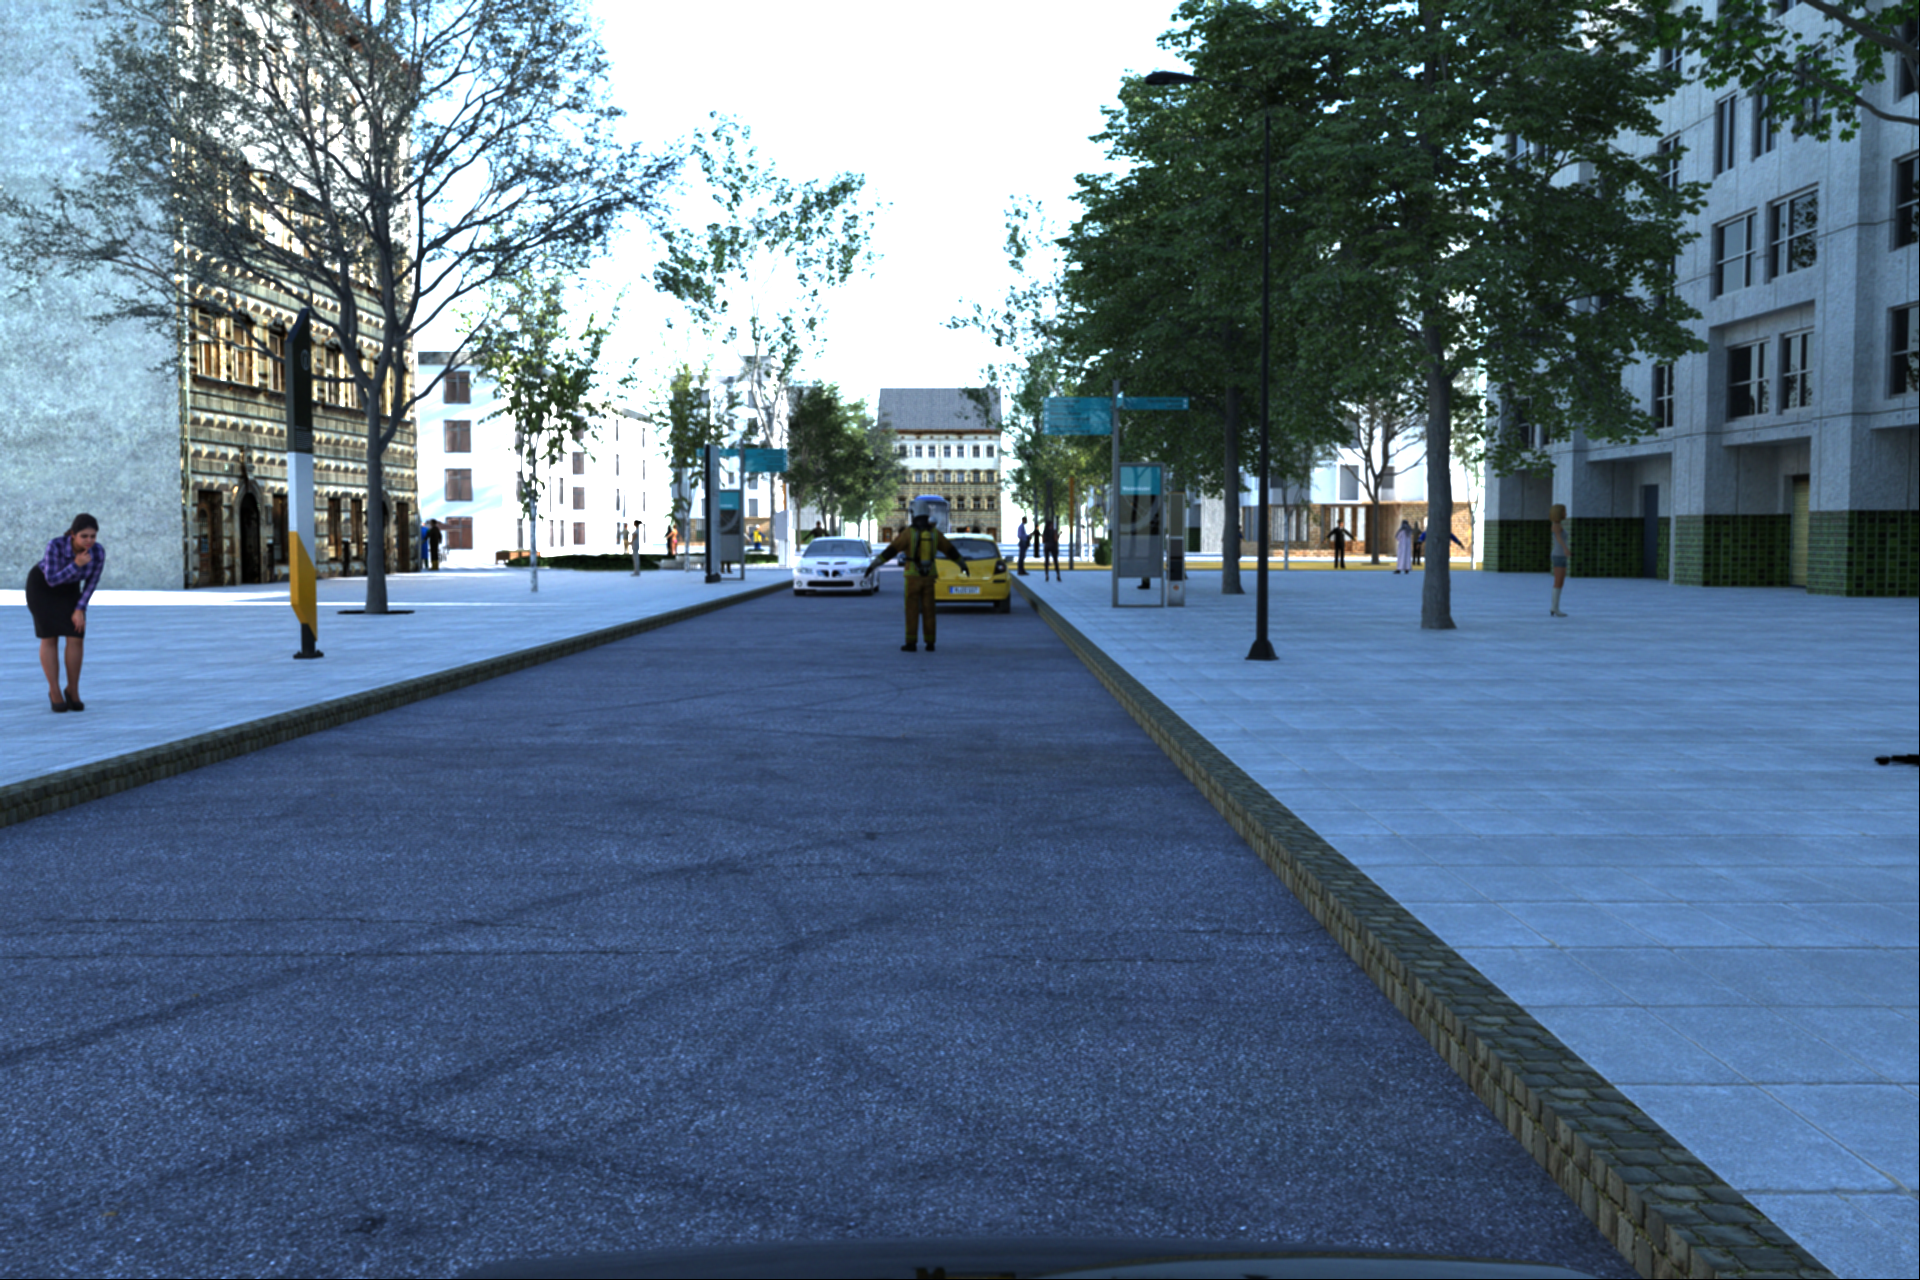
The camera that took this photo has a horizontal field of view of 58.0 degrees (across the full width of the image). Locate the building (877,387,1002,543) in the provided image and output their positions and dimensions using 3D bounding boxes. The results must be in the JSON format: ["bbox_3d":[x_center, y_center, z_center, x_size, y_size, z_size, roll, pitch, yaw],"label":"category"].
[{"bbox_3d":[-2.906,-25.937,257.454,18.063,23.208,19.493,0,4,0],"label":"building"}]

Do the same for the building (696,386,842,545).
[{"bbox_3d":[-24.756,-21.825,223.301,16.747,18.905,31.486,0,4,0],"label":"building"}]

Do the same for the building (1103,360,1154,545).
[{"bbox_3d":[24.635,-19.342,182.701,16.747,18.905,31.486,0,4,0],"label":"building"}]

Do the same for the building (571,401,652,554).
[{"bbox_3d":[-26.446,-11.094,123.534,9.099,9.664,28.070,0,4,1],"label":"building"}]

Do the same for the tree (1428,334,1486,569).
[{"bbox_3d":[18.646,-6.887,62.960,4.360,8.622,3.978,0,3,0],"label":"tree"}]

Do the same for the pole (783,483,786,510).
[{"bbox_3d":[-7.036,-4.644,69.768,0.158,3.312,0.155,0,3,0],"label":"pole"}]

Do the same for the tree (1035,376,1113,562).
[{"bbox_3d":[5.828,-7.921,79.867,4.737,8.622,4.395,0,3,0],"label":"tree"}]

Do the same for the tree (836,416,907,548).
[{"bbox_3d":[-8.769,-15.093,164.892,7.486,12.596,7.792,0,3,0],"label":"tree"}]

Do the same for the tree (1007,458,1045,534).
[{"bbox_3d":[6.246,-12.885,161.023,4.737,8.622,4.395,0,3,0],"label":"tree"}]

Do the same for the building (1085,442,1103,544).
[{"bbox_3d":[21.841,-22.964,231.884,16.016,20.090,11.380,0,4,0],"label":"building"}]

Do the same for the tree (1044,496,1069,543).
[{"bbox_3d":[14.266,-18.385,250.960,4.737,8.622,4.395,0,3,0],"label":"tree"}]

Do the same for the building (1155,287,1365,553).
[{"bbox_3d":[24.902,-16.268,132.447,16.747,18.905,31.486,0,4,1],"label":"building"}]

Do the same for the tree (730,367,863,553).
[{"bbox_3d":[-9.160,-9.868,95.749,8.767,10.594,7.601,2,4,28],"label":"tree"}]

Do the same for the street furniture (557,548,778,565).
[{"bbox_3d":[-12.423,-3.553,73.710,10.072,0.657,5.734,-1,4,-10],"label":"street furniture"}]

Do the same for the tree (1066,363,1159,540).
[{"bbox_3d":[6.033,-7.586,74.397,4.360,8.622,3.978,0,3,0],"label":"tree"}]

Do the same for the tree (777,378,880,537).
[{"bbox_3d":[-9.656,-12.756,126.694,7.486,12.596,7.792,0,3,0],"label":"tree"}]

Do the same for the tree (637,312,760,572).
[{"bbox_3d":[-9.103,-6.623,58.646,4.737,8.622,4.395,0,3,0],"label":"tree"}]

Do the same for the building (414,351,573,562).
[{"bbox_3d":[-25.364,-9.255,93.473,9.099,9.664,28.070,0,4,0],"label":"building"}]

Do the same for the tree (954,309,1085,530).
[{"bbox_3d":[5.697,-17.911,148.729,12.611,20.169,13.585,0,3,0],"label":"tree"}]

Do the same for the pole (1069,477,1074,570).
[{"bbox_3d":[3.986,-4.166,61.958,0.158,3.312,0.155,0,3,0],"label":"pole"}]

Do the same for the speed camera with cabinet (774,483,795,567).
[{"bbox_3d":[-6.884,-4.502,67.944,0.660,3.252,2.038,0,4,1],"label":"speed camera with cabinet"}]

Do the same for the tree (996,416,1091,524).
[{"bbox_3d":[6.240,-11.962,129.997,7.601,10.594,8.767,0,4,-8],"label":"tree"}]

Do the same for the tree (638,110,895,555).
[{"bbox_3d":[-10.141,-13.733,80.418,12.611,20.169,13.585,0,3,0],"label":"tree"}]

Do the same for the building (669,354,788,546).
[{"bbox_3d":[-24.608,-20.006,183.520,16.016,20.090,11.380,0,4,1],"label":"building"}]

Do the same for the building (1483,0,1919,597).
[{"bbox_3d":[26.391,-10.809,43.189,16.747,18.905,31.486,0,4,0],"label":"building"}]

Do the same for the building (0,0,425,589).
[{"bbox_3d":[-27.252,-13.296,48.324,19.493,23.208,18.063,0,4,-1],"label":"building"}]

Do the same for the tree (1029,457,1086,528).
[{"bbox_3d":[14.432,-21.524,258.570,9.857,13.997,8.962,0,3,0],"label":"tree"}]

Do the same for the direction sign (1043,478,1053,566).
[{"bbox_3d":[3.568,-4.781,70.166,0.379,3.537,0.876,0,4,0],"label":"direction sign"}]

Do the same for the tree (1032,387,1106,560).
[{"bbox_3d":[6.240,-8.318,86.353,4.360,8.622,3.978,0,3,0],"label":"tree"}]

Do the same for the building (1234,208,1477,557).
[{"bbox_3d":[22.135,-15.348,107.356,16.016,20.090,11.380,0,4,0],"label":"building"}]

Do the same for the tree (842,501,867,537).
[{"bbox_3d":[-16.661,-20.582,254.636,7.486,12.596,7.792,0,3,0],"label":"tree"}]

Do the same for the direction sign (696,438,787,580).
[{"bbox_3d":[-6.068,-3.671,48.782,2.525,3.948,1.411,0,4,0],"label":"direction sign"}]

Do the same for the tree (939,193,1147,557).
[{"bbox_3d":[5.378,-14.797,97.826,12.611,20.169,13.585,0,3,0],"label":"tree"}]

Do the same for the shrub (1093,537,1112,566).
[{"bbox_3d":[5.738,-3.531,68.852,1.383,1.207,1.383,0,3,0],"label":"shrub"}]

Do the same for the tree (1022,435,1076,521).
[{"bbox_3d":[6.490,-10.473,121.588,4.737,8.622,4.395,0,3,0],"label":"tree"}]

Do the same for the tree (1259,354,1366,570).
[{"bbox_3d":[11.480,-6.810,61.707,4.360,8.622,3.978,0,3,0],"label":"tree"}]

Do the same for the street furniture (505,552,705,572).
[{"bbox_3d":[-12.925,-2.956,63.950,5.734,0.657,10.072,-2,4,-28],"label":"street furniture"}]

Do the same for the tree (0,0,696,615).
[{"bbox_3d":[-9.383,-7.173,27.645,12.009,13.543,11.850,0,3,0],"label":"tree"}]

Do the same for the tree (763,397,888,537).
[{"bbox_3d":[-8.748,-10.856,111.906,8.767,10.594,7.601,-2,4,-27],"label":"tree"}]

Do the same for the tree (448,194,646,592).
[{"bbox_3d":[-9.266,-5.381,38.342,4.737,8.622,4.395,0,3,0],"label":"tree"}]

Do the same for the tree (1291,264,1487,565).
[{"bbox_3d":[17.277,-9.877,71.864,12.009,13.543,11.850,0,3,0],"label":"tree"}]

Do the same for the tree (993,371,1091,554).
[{"bbox_3d":[5.827,-11.272,110.052,9.928,11.665,9.643,0,3,0],"label":"tree"}]

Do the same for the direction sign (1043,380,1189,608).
[{"bbox_3d":[2.709,-2.497,29.592,2.525,3.948,1.411,0,3,0],"label":"direction sign"}]
